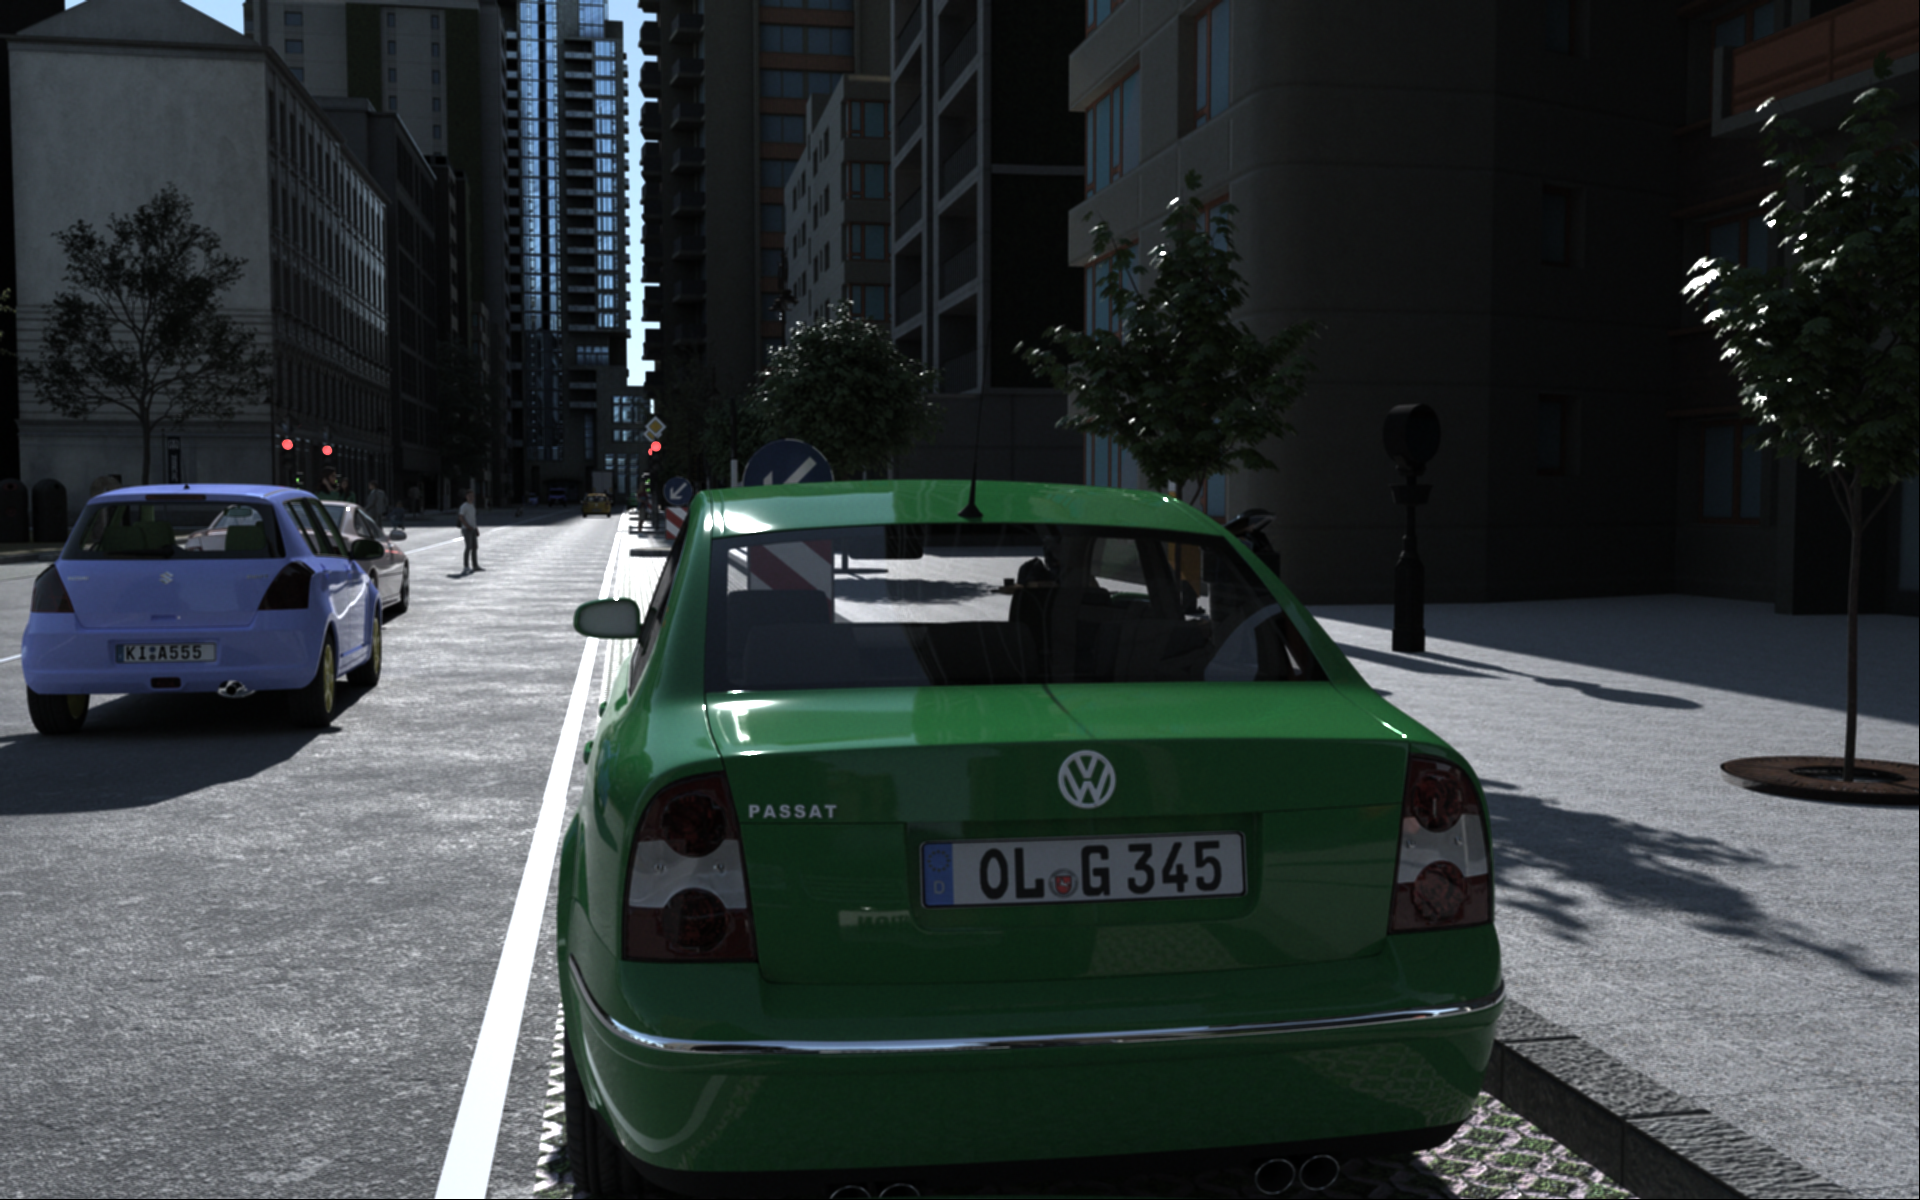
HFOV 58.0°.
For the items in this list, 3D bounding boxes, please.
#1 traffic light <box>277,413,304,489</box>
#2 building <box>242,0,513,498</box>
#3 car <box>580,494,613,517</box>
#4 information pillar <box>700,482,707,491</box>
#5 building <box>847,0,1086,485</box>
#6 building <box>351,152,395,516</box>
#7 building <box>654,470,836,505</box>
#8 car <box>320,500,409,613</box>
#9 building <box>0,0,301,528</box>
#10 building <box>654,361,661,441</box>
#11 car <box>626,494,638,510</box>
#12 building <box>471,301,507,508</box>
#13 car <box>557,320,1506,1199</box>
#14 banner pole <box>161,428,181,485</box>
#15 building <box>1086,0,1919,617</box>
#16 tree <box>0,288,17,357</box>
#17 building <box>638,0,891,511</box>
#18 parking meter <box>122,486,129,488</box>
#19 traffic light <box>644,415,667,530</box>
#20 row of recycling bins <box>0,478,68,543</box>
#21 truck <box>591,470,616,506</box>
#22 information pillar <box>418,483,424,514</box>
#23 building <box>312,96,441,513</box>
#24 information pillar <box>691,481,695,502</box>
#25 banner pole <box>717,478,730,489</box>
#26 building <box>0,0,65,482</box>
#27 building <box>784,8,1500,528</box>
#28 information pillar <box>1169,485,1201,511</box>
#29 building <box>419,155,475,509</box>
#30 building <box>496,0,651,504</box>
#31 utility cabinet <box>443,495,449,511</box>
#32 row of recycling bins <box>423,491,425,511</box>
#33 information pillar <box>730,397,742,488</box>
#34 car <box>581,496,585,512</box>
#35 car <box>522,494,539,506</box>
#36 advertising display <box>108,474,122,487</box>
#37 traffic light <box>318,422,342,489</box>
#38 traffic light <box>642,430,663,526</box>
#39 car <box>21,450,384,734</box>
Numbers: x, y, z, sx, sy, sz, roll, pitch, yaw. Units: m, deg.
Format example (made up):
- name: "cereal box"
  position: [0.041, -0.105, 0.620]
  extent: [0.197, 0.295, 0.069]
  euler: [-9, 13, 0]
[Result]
- name: "traffic light"
  position: [-23.097, -4.331, 59.737]
  extent: [0.839, 4.253, 0.868]
  euler: [-1, 4, -11]
- name: "building"
  position: [-67.264, -40.360, 201.891]
  extent: [28.212, 58.520, 21.231]
  euler: [-1, 4, -11]
- name: "car"
  position: [-22.706, -5.995, 108.239]
  extent: [2.015, 1.641, 3.980]
  euler: [-1, 4, -12]
- name: "information pillar"
  position: [-15.148, -5.980, 102.266]
  extent: [0.304, 2.012, 0.304]
  euler: [1, 4, 10]
- name: "building"
  position: [7.538, -37.181, 46.168]
  extent: [20.563, 71.187, 20.611]
  euler: [-1, 4, -11]
- name: "building"
  position: [-36.684, -14.922, 93.126]
  extent: [9.793, 20.994, 18.267]
  euler: [-1, 4, -11]
- name: "building"
  position: [-26.742, -47.136, 208.930]
  extent: [20.563, 71.187, 20.611]
  euler: [-1, 4, -11]
- name: "car"
  position: [-7.350, -0.432, 19.419]
  extent: [2.083, 1.381, 4.827]
  euler: [-1, 4, -11]
- name: "building"
  position: [-33.043, -13.829, 75.258]
  extent: [9.793, 20.994, 18.267]
  euler: [-1, 4, -11]
- name: "building"
  position: [-28.096, -24.346, 243.091]
  extent: [28.899, 21.520, 27.650]
  euler: [-1, 4, -11]
- name: "car"
  position: [-29.379, -9.102, 157.605]
  extent: [1.959, 1.807, 4.718]
  euler: [-1, 4, -12]
- name: "building"
  position: [-59.161, -19.706, 167.226]
  extent: [27.650, 21.520, 28.899]
  euler: [-1, 4, -11]
- name: "car"
  position: [-0.156, 0.230, 5.029]
  extent: [1.959, 1.807, 4.718]
  euler: [-1, 4, -9]
- name: "banner pole"
  position: [-30.012, -4.637, 65.833]
  extent: [0.401, 3.779, 0.863]
  euler: [3, 5, 44]
- name: "building"
  position: [18.065, -10.481, 16.407]
  extent: [27.650, 21.520, 28.899]
  euler: [-1, 4, -11]
- name: "tree"
  position: [-23.991, -5.462, 39.671]
  extent: [4.360, 8.622, 3.978]
  euler: [0, 3, 0]
- name: "building"
  position: [-12.923, -29.144, 131.135]
  extent: [22.147, 44.769, 28.867]
  euler: [-1, 4, -11]
- name: "parking meter"
  position: [-25.183, -2.673, 52.119]
  extent: [0.372, 1.533, 0.369]
  euler: [0, 3, 0]
- name: "traffic light"
  position: [-10.909, -4.475, 62.079]
  extent: [0.839, 4.253, 0.868]
  euler: [-1, 4, -11]
- name: "row of recycling bins"
  position: [-25.485, -2.352, 45.571]
  extent: [3.534, 1.692, 1.069]
  euler: [-2, 4, -35]
- name: "truck"
  position: [-41.921, -13.135, 203.677]
  extent: [2.839, 4.237, 11.283]
  euler: [-1, 4, -10]
- name: "information pillar"
  position: [-34.217, -6.448, 109.918]
  extent: [0.304, 2.012, 0.304]
  euler: [-1, 4, -18]
- name: "building"
  position: [-42.707, -19.563, 113.362]
  extent: [14.314, 27.812, 24.014]
  euler: [-1, 4, -11]
- name: "information pillar"
  position: [-14.566, -5.484, 94.159]
  extent: [0.304, 2.012, 0.304]
  euler: [-1, 4, -12]
- name: "banner pole"
  position: [-13.020, -6.485, 96.040]
  extent: [0.863, 3.779, 0.401]
  euler: [-1, 4, -16]
- name: "building"
  position: [-45.767, -14.633, 68.922]
  extent: [15.834, 23.373, 12.332]
  euler: [-1, 4, -11]
- name: "building"
  position: [6.829, -14.840, 87.670]
  extent: [28.899, 21.520, 27.650]
  euler: [-1, 4, -11]
- name: "information pillar"
  position: [2.402, -1.654, 18.403]
  extent: [0.183, 3.616, 0.504]
  euler: [3, 5, 43]
- name: "building"
  position: [-49.102, -22.924, 146.503]
  extent: [14.160, 30.474, 14.107]
  euler: [-1, 4, -11]
- name: "building"
  position: [-57.762, -56.272, 232.712]
  extent: [31.000, 86.520, 22.319]
  euler: [-1, 4, -11]
- name: "utility cabinet"
  position: [-39.381, -7.433, 132.698]
  extent: [0.306, 1.237, 1.020]
  euler: [-1, 4, -10]
- name: "row of recycling bins"
  position: [-41.740, -7.460, 129.078]
  extent: [3.534, 1.692, 1.069]
  euler: [-1, 4, -18]
- name: "information pillar"
  position: [-5.458, -3.088, 41.840]
  extent: [0.183, 3.616, 0.504]
  euler: [-1, 4, -17]
- name: "car"
  position: [-29.507, -7.793, 139.414]
  extent: [2.014, 1.417, 4.499]
  euler: [-1, 4, -9]
- name: "car"
  position: [-50.945, -11.980, 205.462]
  extent: [1.945, 1.707, 3.694]
  euler: [-1, 4, -11]
- name: "advertising display"
  position: [-27.973, -3.190, 57.366]
  extent: [0.123, 1.923, 0.974]
  euler: [-1, 4, -8]
- name: "traffic light"
  position: [-24.599, -4.811, 67.580]
  extent: [0.839, 4.253, 0.868]
  euler: [-1, 4, -11]
- name: "traffic light"
  position: [-12.412, -4.954, 69.922]
  extent: [0.839, 4.253, 0.868]
  euler: [-1, 4, -11]
- name: "car"
  position: [-4.968, -0.133, 11.760]
  extent: [1.945, 1.707, 3.694]
  euler: [-1, 4, -12]
